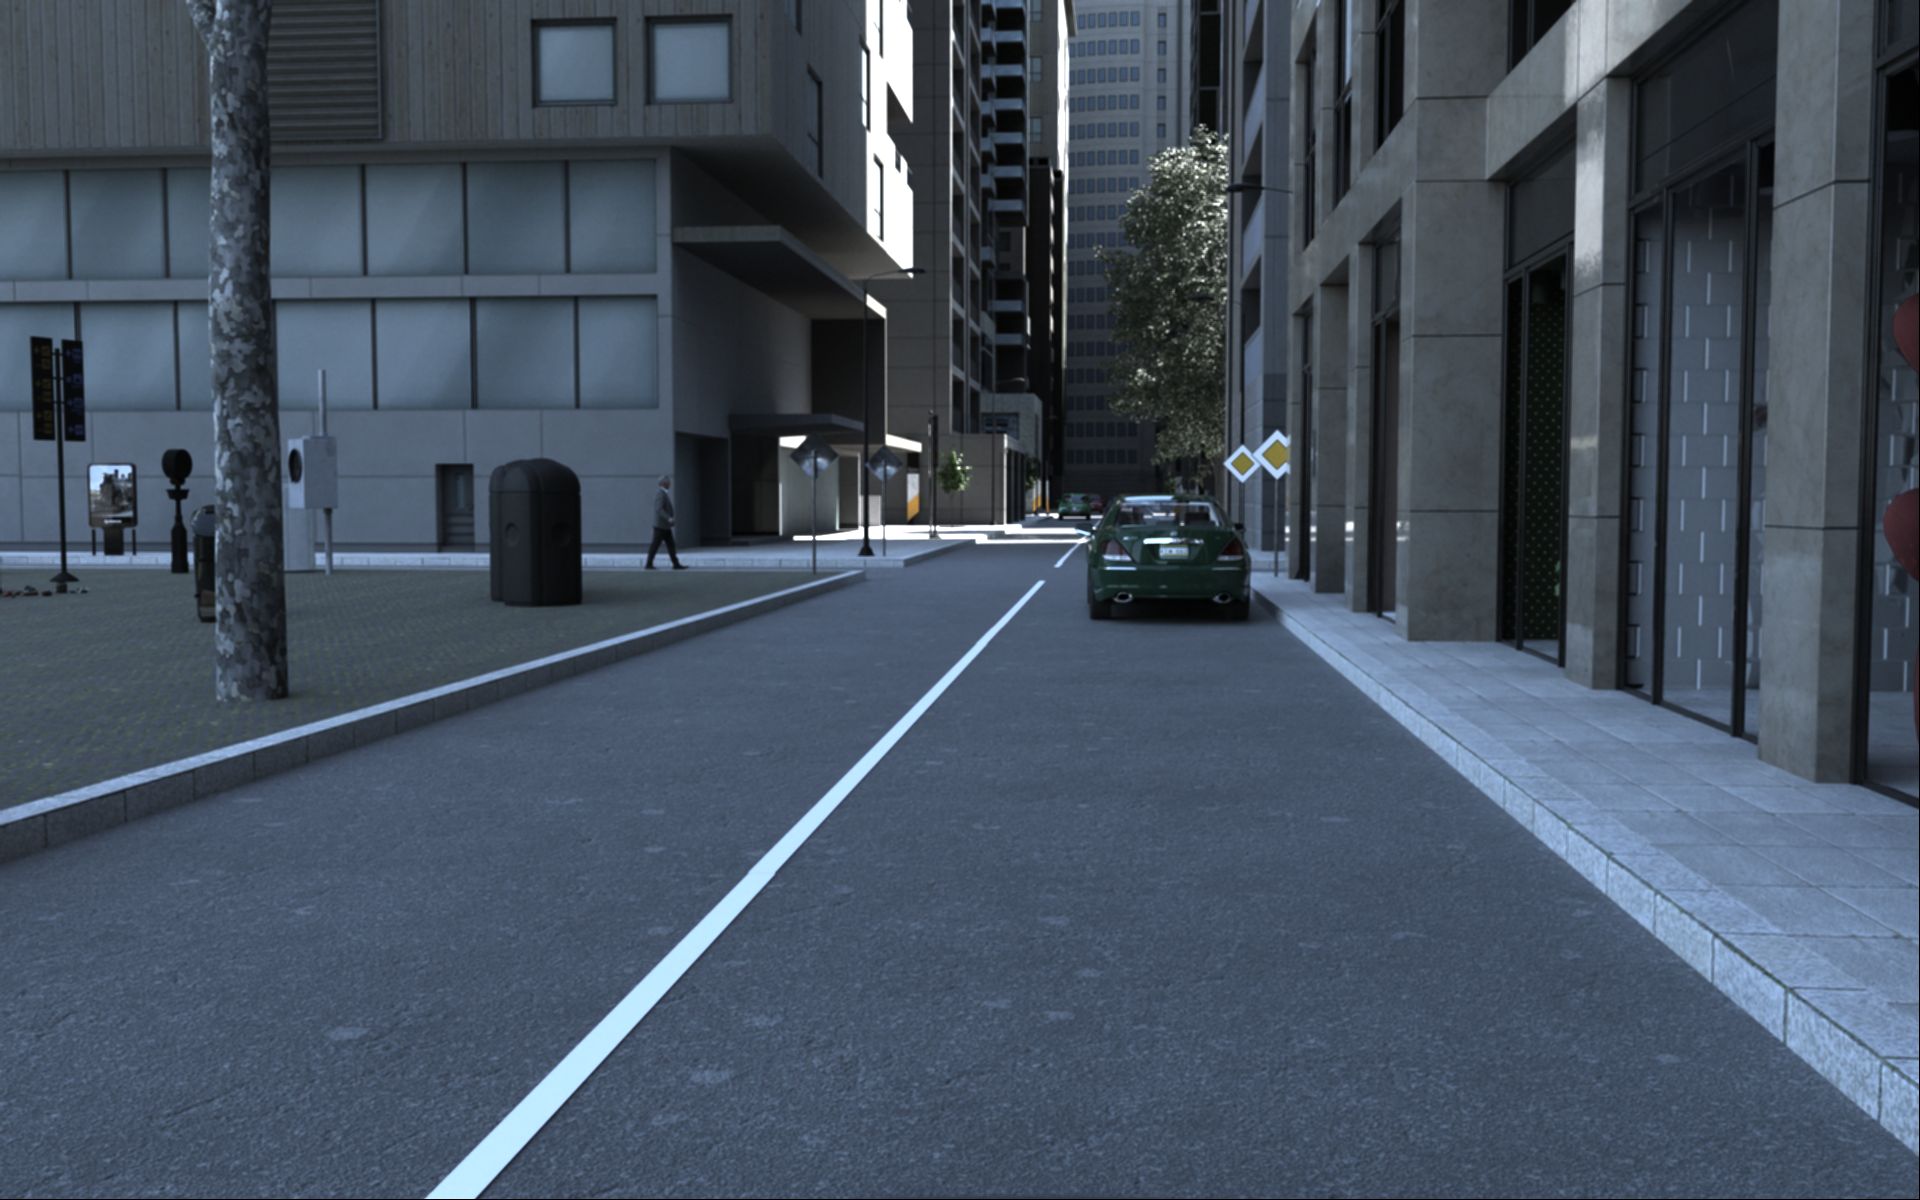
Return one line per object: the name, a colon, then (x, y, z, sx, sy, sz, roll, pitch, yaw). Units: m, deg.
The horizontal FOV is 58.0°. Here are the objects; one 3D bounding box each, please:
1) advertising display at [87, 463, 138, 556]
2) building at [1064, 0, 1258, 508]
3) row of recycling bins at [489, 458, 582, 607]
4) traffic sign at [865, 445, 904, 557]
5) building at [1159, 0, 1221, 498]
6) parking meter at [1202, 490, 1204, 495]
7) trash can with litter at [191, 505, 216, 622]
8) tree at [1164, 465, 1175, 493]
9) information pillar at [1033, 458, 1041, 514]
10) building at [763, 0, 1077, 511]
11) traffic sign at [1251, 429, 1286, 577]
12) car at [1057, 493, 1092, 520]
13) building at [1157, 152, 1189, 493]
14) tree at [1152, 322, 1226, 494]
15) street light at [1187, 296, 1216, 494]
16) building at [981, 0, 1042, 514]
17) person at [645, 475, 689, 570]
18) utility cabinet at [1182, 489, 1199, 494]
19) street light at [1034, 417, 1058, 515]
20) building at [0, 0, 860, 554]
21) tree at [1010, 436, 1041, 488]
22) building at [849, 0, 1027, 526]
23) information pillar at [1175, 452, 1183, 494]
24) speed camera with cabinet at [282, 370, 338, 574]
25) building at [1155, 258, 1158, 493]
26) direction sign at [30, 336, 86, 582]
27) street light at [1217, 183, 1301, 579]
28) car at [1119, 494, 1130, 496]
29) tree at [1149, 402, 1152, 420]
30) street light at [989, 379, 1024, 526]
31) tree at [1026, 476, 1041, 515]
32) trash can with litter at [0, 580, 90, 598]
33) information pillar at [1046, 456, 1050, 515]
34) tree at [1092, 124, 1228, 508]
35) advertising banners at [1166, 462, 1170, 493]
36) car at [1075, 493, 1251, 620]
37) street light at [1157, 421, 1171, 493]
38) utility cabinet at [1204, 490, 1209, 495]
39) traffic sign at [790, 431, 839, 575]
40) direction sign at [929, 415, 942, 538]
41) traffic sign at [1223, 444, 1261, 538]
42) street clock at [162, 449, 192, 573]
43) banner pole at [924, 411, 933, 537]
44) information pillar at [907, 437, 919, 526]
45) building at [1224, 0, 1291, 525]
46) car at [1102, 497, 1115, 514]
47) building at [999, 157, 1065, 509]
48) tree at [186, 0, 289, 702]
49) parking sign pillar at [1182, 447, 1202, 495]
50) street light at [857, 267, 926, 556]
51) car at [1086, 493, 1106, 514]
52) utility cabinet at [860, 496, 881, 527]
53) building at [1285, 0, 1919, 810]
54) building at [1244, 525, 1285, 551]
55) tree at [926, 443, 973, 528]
advertising display: (-17.665, -1.890, 36.114, 0.974, 1.923, 0.123, 0, 4, 1)
building: (19.234, -40.400, 202.536, 28.212, 58.520, 21.231, 0, 4, 5)
row of recycling bins: (-5.304, -0.869, 21.326, 1.069, 1.692, 3.534, -1, 4, -18)
traffic sign: (-1.552, -1.945, 35.443, 0.795, 2.450, 0.064, 0, 4, 5)
building: (25.671, -42.296, 129.793, 20.563, 71.187, 20.611, 0, 4, 5)
parking meter: (13.248, -5.312, 95.257, 0.372, 1.533, 0.369, 0, 3, 0)
trash can with litter: (-7.530, -0.389, 17.742, 0.624, 1.170, 1.055, -2, 4, -24)
tree: (13.875, -7.312, 114.146, 1.663, 3.219, 1.824, 0, 3, 0)
information pillar: (4.828, -7.181, 108.768, 0.504, 3.616, 0.183, 0, 4, -3)
building: (-2.707, -35.641, 171.966, 27.495, 52.752, 28.713, 0, 4, 5)
traffic sign: (4.894, -1.415, 26.784, 0.795, 2.450, 0.064, 0, 4, 5)
car: (6.312, -5.299, 95.430, 1.959, 1.807, 4.718, 0, 4, 4)
building: (24.472, -23.049, 148.557, 14.160, 30.474, 14.107, 0, 4, 5)
tree: (10.694, -7.335, 70.285, 4.360, 8.622, 3.978, 0, 3, 0)
street light: (6.081, -4.165, 40.635, 1.470, 5.913, 1.316, 0, 4, 5)
building: (-4.889, -49.679, 124.925, 22.319, 86.520, 31.000, 0, 4, 5)
person: (-5.446, -1.425, 32.191, 0.834, 1.777, 0.661, -1, 4, -15)
utility cabinet: (10.982, -4.595, 83.801, 1.173, 1.500, 0.318, -1, 4, -20)
street light: (5.164, -8.038, 103.970, 1.470, 5.913, 1.316, 0, 4, 5)
building: (-15.979, -28.105, 48.753, 28.713, 52.752, 27.495, 0, 4, 5)
tree: (2.806, -7.043, 98.867, 4.285, 4.588, 4.351, 0, 3, 0)
building: (-7.361, -39.220, 79.505, 20.563, 71.187, 20.611, 0, 4, 5)
information pillar: (10.411, -5.571, 82.444, 0.183, 3.616, 0.504, -2, 4, -28)
speed camera with cabinet: (-10.755, -2.065, 28.097, 0.660, 3.252, 2.038, -3, 5, -40)
building: (25.969, -23.959, 163.426, 14.160, 30.474, 14.107, 0, 4, 5)
direction sign: (-13.162, -2.040, 25.344, 0.379, 3.537, 0.876, 1, 4, 21)
street light: (4.668, -3.270, 26.010, 1.470, 5.913, 1.316, 0, 4, 5)
car: (11.329, -6.541, 117.169, 2.015, 1.641, 3.980, 0, 4, 6)
tree: (10.646, -7.899, 79.516, 4.360, 8.622, 3.978, 0, 3, 0)
street light: (1.884, -5.950, 69.816, 1.470, 5.913, 1.316, 0, 4, 5)
tree: (3.841, -6.842, 106.472, 1.663, 3.219, 1.824, 0, 3, 0)
trash can with litter: (-11.930, -0.658, 21.822, 1.678, 1.210, 2.233, 2, 4, 32)
information pillar: (5.335, -6.983, 105.528, 0.183, 3.616, 0.504, 0, 4, -6)
tree: (9.140, -9.377, 59.964, 9.857, 13.997, 8.962, 0, 3, 0)
advertising banners: (11.587, -6.140, 96.583, 0.090, 3.025, 2.074, 0, 4, 2)
car: (2.473, -0.571, 21.142, 2.131, 1.459, 4.920, 0, 4, 4)
street light: (9.316, -6.254, 74.793, 1.470, 5.913, 1.316, 0, 4, 5)
utility cabinet: (13.829, -5.609, 100.393, 1.173, 1.500, 0.318, 2, 4, 24)
traffic sign: (-2.315, -1.459, 27.495, 0.795, 2.450, 0.064, 0, 4, 5)
direction sign: (-0.723, -3.563, 50.259, 0.379, 3.537, 0.876, -1, 4, -9)
traffic sign: (5.658, -1.902, 34.733, 0.795, 2.450, 0.064, 0, 4, 5)
street clock: (-12.659, -1.436, 28.052, 0.358, 2.002, 0.471, 1, 4, 10)
banner pole: (-0.897, -3.787, 51.938, 0.401, 3.779, 0.863, 0, 4, 3)
information pillar: (-1.920, -4.837, 70.446, 0.504, 3.616, 0.183, 0, 4, -2)
building: (24.666, -33.717, 93.266, 21.231, 58.520, 28.212, 0, 4, 5)
car: (7.157, -3.851, 75.545, 1.945, 1.354, 3.894, 0, 4, 6)
building: (1.691, -23.053, 148.621, 14.160, 30.474, 14.107, 0, 4, 5)
tree: (-3.550, -9.515, 11.465, 12.611, 20.169, 13.585, 0, 3, 0)
parking sign pillar: (11.975, -6.181, 89.533, 1.447, 3.967, 1.447, -2, 4, -26)
street light: (-1.404, -3.861, 35.662, 1.470, 5.913, 1.316, 0, 4, 5)
car: (9.679, -7.268, 127.872, 2.155, 1.783, 4.494, 0, 4, 4)
utility cabinet: (-3.603, -3.433, 67.285, 1.020, 1.237, 0.306, 0, 4, 1)
building: (12.960, -12.458, 8.205, 19.350, 26.468, 34.151, 0, 4, 5)
building: (21.125, -30.471, 40.205, 28.212, 58.520, 21.231, 0, 4, 5)
tree: (-0.246, -4.343, 65.604, 1.663, 3.219, 1.824, 0, 3, 0)
